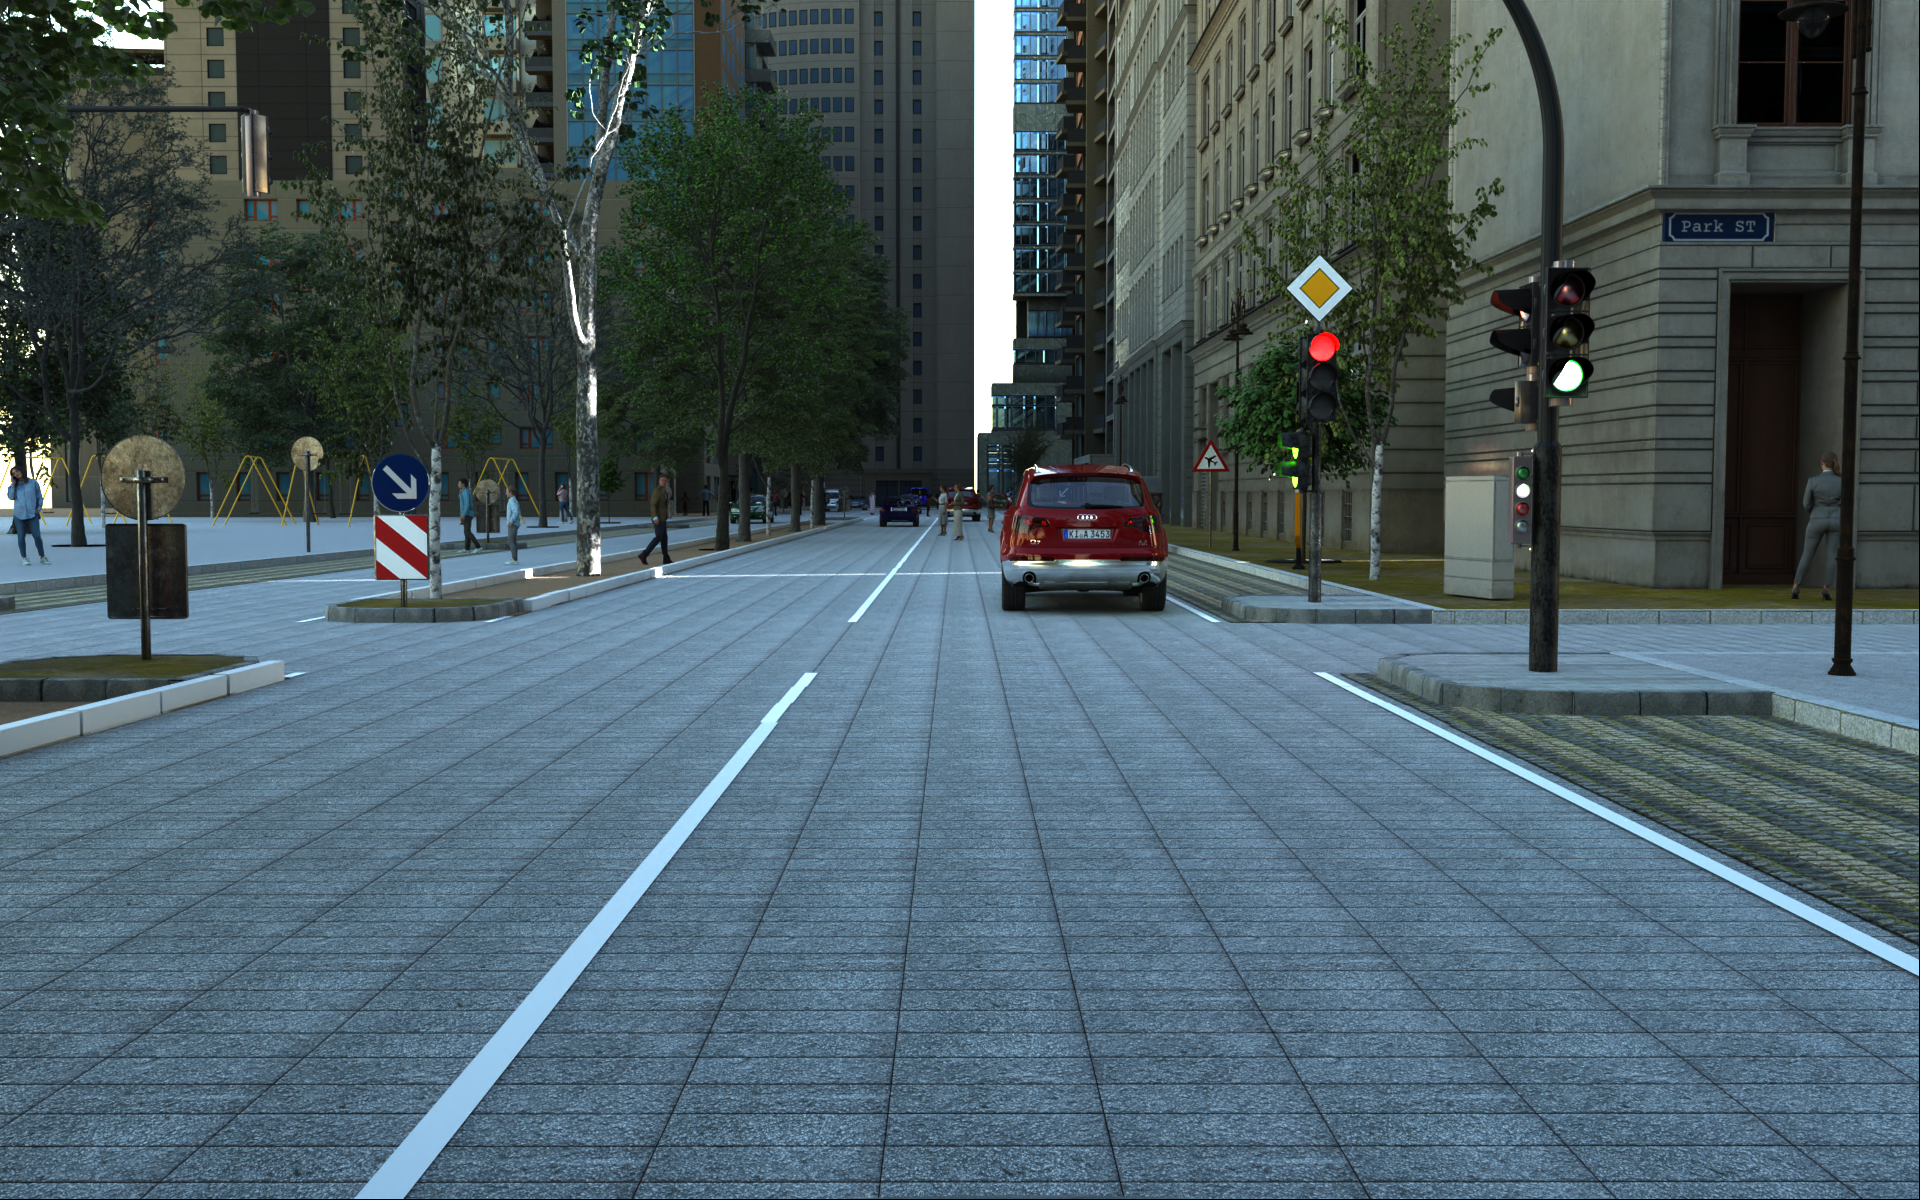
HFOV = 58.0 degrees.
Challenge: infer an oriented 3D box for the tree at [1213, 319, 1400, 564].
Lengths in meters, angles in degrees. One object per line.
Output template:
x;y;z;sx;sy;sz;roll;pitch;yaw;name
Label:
6.501;-2.980;32.441;4.285;4.588;4.351;0;3;0;tree

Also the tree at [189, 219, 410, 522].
-30.005;-10.559;79.289;9.857;13.997;8.962;0;3;0;tree

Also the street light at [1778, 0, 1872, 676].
6.258;-2.405;12.112;0.468;5.910;1.993;0;3;0;street light

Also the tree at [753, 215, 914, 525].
-6.535;-10.404;79.223;9.857;13.997;8.962;0;3;0;tree

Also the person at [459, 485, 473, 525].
-20.776;-4.066;72.729;0.606;1.804;0.583;-2;4;-32;person

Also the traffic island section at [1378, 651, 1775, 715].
4.244;0.593;12.587;2.009;0.180;2.903;0;3;0;traffic island section

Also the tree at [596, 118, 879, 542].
-6.588;-8.042;52.069;7.486;12.596;7.792;0;3;0;tree

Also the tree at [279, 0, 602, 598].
-6.678;-4.231;22.000;4.360;8.622;3.978;0;3;0;tree

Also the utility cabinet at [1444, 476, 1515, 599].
6.414;-0.776;21.369;0.318;1.500;1.173;-1;4;-13;utility cabinet

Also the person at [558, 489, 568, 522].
-18.119;-4.425;78.936;0.362;1.759;0.519;-3;5;-43;person

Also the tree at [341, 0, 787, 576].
-7.670;-10.520;30.351;12.611;20.169;13.585;0;3;0;tree

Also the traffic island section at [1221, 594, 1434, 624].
4.235;0.104;20.572;2.009;0.180;2.903;0;3;0;traffic island section

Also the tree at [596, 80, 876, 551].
-5.897;-7.039;43.308;9.928;11.665;9.643;0;3;0;tree

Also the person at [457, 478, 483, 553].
-11.906;-2.049;42.024;0.620;1.820;0.660;-1;4;-16;person

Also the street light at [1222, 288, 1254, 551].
6.240;-4.051;39.019;0.468;5.910;1.993;0;3;0;street light

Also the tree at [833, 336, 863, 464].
-6.176;-7.301;72.192;4.360;8.622;3.978;0;3;0;tree

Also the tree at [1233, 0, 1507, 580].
6.204;-4.619;25.889;4.737;8.622;4.395;0;3;0;tree

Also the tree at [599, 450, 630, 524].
-15.244;-4.966;75.788;1.663;3.219;1.824;0;3;0;tree

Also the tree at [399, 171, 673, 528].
-15.998;-9.515;65.939;12.009;13.543;11.850;0;3;0;tree

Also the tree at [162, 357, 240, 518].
-40.158;-8.693;92.493;4.737;8.622;4.395;0;3;0;tree

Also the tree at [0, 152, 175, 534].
-30.468;-8.491;55.839;9.611;12.733;9.660;0;3;0;tree

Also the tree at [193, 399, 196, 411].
-40.230;-8.322;86.420;4.360;8.622;3.978;0;3;0;tree

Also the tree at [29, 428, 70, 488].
-41.240;-7.775;77.482;4.737;8.622;4.395;0;3;0;tree

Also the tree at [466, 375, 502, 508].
-25.190;-8.485;89.093;4.737;8.622;4.395;0;3;0;tree

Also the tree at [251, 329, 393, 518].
-33.722;-9.635;91.937;7.601;10.594;8.767;0;4;5;tree

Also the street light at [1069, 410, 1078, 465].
6.194;-7.466;94.856;0.468;5.910;1.993;0;3;0;street light

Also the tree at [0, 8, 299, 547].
-21.619;-8.036;41.757;12.009;13.543;11.850;0;3;0;tree

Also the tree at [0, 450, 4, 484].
-58.699;-7.768;89.905;20.602;7.101;11.467;0;4;-4;tree

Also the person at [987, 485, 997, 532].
1.239;-3.415;64.692;0.532;1.782;0.716;1;4;14;person

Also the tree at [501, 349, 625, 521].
-18.368;-8.082;82.501;4.737;8.622;4.395;0;3;0;tree

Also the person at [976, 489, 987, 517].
1.188;-6.126;109.375;1.217;1.736;0.721;2;4;33;person

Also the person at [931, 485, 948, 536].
-0.672;-3.102;59.786;0.524;1.755;0.480;-2;4;-30;person

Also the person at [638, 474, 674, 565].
-6.102;-1.629;35.042;0.836;1.842;0.656;-2;4;-25;person

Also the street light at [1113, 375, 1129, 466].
6.230;-5.769;67.119;0.468;5.910;1.993;0;3;0;street light

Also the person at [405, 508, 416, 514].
-18.817;-3.239;59.184;0.537;1.800;0.526;1;4;9;person

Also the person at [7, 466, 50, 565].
-16.876;-1.533;31.370;0.793;1.790;0.793;3;4;37;person

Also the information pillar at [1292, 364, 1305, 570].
5.766;-2.328;29.421;0.183;3.616;0.504;1;4;16;information pillar

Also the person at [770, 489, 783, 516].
-12.061;-6.329;112.707;1.217;1.743;0.721;-2;4;-30;person

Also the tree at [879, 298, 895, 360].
-6.371;-8.888;65.897;7.486;12.596;7.792;0;3;0;tree

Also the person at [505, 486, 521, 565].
-9.113;-1.527;35.278;0.330;1.601;0.589;0;4;-3;person

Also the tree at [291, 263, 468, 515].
-18.360;-6.336;53.961;4.737;8.622;4.395;0;3;0;tree

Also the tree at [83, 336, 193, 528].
-32.381;-7.056;65.724;4.360;8.622;3.978;0;3;0;tree

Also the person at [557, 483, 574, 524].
-17.091;-4.184;75.049;0.643;1.750;0.593;2;4;27;person

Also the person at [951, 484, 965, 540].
-0.092;-2.738;53.809;0.362;1.759;0.519;-2;4;-24;person

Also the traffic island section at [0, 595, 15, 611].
-12.707;0.105;20.557;2.009;0.180;2.903;0;3;0;traffic island section

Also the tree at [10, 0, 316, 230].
-6.486;-5.317;7.516;7.486;12.596;7.792;0;3;0;tree

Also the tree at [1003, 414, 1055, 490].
6.379;-12.578;156.014;4.360;8.622;3.978;0;3;0;tree

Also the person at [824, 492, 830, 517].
-6.856;-4.731;85.841;0.794;1.824;0.713;-1;4;-16;person

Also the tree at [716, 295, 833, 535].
-6.647;-6.552;59.947;4.360;8.622;3.978;0;3;0;tree

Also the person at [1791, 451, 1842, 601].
10.412;-0.895;20.950;0.520;1.790;0.573;0;4;1;person
